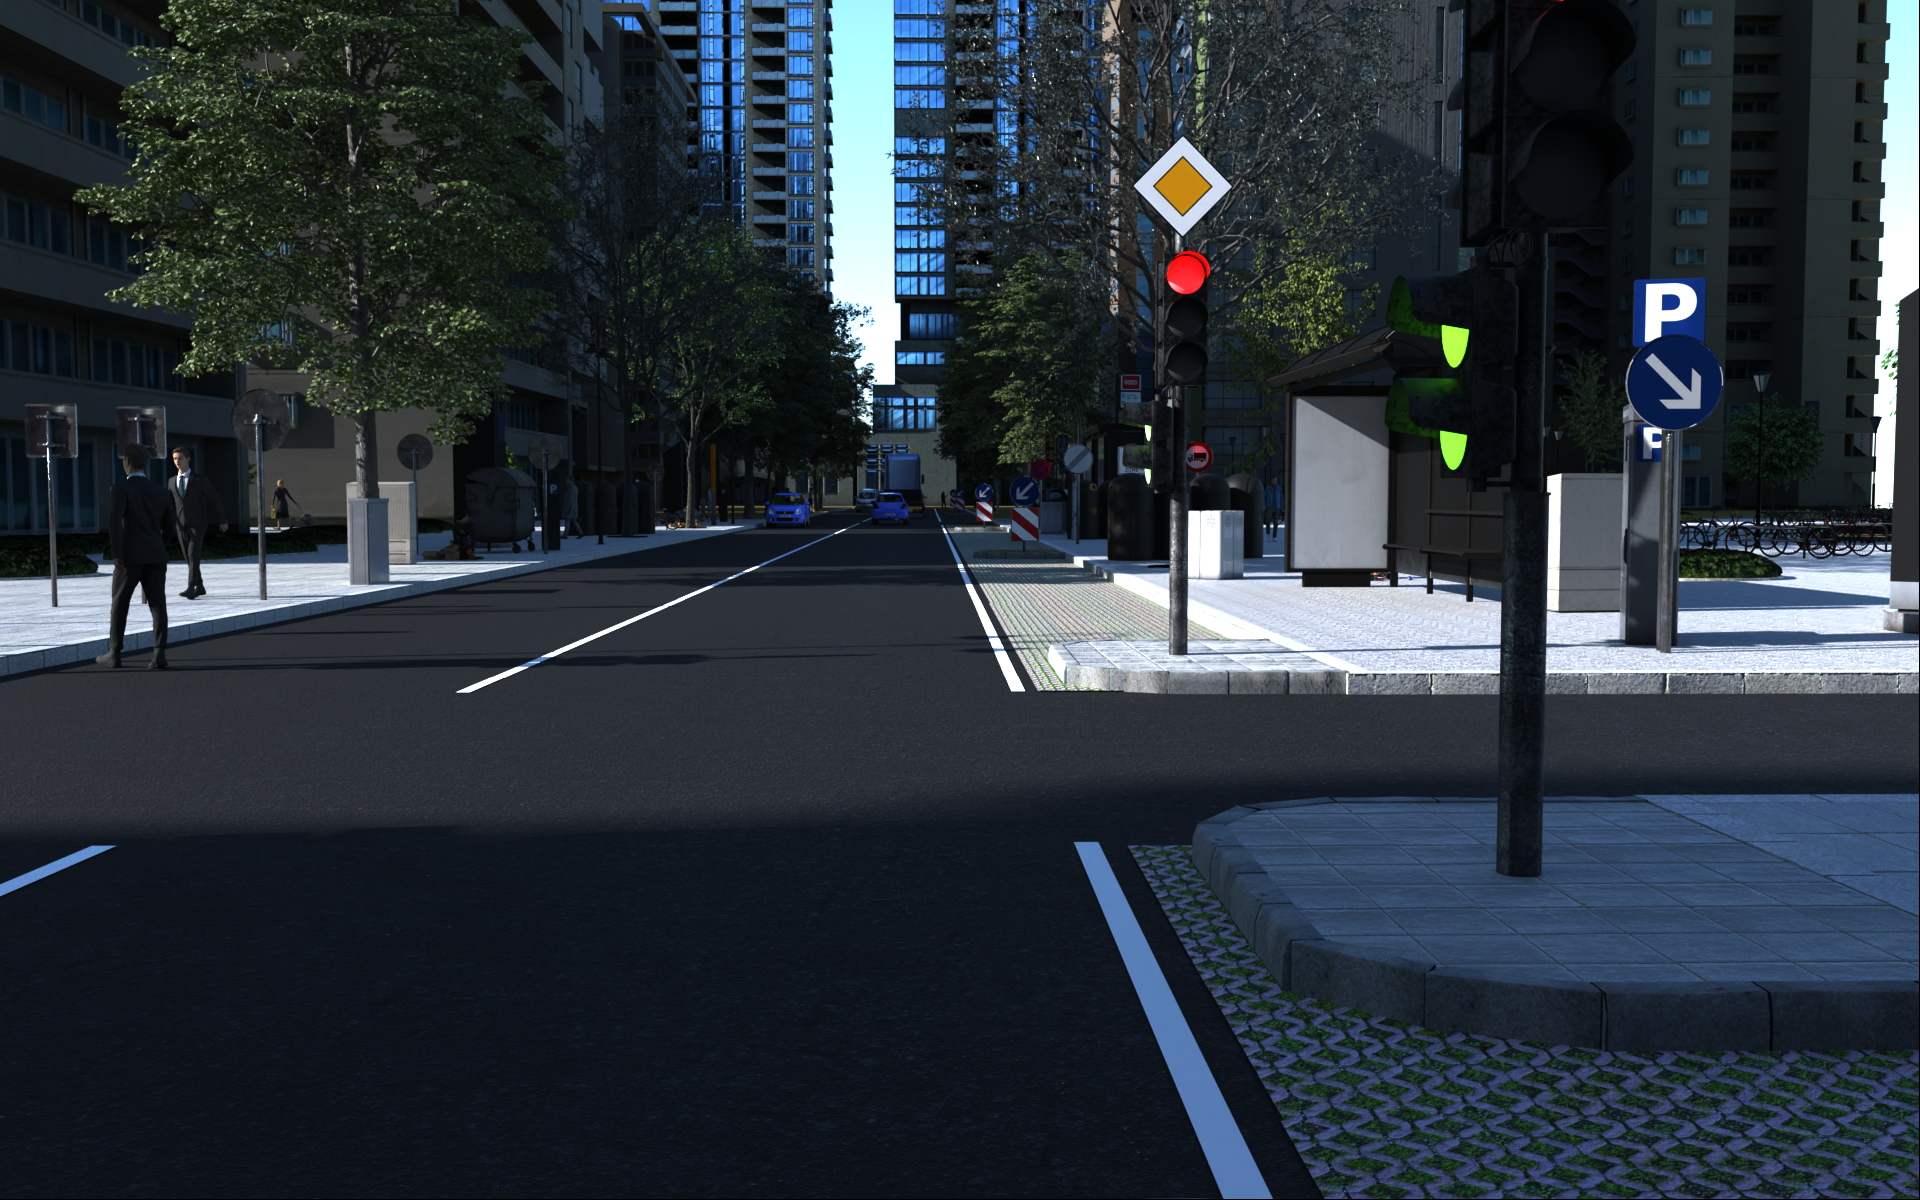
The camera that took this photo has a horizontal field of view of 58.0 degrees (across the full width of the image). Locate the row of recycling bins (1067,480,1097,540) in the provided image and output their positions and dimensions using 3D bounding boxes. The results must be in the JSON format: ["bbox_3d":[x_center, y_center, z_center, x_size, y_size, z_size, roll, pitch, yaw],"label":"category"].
[{"bbox_3d":[4.745,-2.599,49.610,3.534,1.692,1.069,-1,4,-18],"label":"row of recycling bins"}]

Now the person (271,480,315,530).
[{"bbox_3d":[-24.106,-3.438,62.476,1.509,1.804,0.699,1,4,9],"label":"person"}]

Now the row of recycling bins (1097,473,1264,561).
[{"bbox_3d":[4.526,-1.657,34.212,3.534,1.692,1.069,-2,4,-29],"label":"row of recycling bins"}]

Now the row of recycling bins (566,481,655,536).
[{"bbox_3d":[-10.933,-2.902,54.557,1.069,1.692,3.534,2,4,33],"label":"row of recycling bins"}]

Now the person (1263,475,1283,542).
[{"bbox_3d":[8.446,-2.470,46.768,0.601,1.785,0.444,0,4,1],"label":"person"}]

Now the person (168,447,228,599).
[{"bbox_3d":[-9.466,-0.943,21.246,0.659,1.850,0.755,0,4,8],"label":"person"}]

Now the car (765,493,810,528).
[{"bbox_3d":[-7.465,-4.009,75.133,1.945,1.707,3.694,0,4,-1],"label":"car"}]

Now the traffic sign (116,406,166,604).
[{"bbox_3d":[-9.532,-1.104,20.181,0.606,2.300,0.079,0,4,8],"label":"traffic sign"}]

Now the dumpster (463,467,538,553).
[{"bbox_3d":[-10.089,-1.972,38.006,1.264,1.857,1.865,0,4,-1],"label":"dumpster"}]

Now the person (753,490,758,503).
[{"bbox_3d":[-16.310,-7.962,136.946,0.721,1.743,1.217,-3,4,-36],"label":"person"}]

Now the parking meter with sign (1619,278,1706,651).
[{"bbox_3d":[5.980,-1.141,14.909,0.543,3.016,1.738,1,4,16],"label":"parking meter with sign"}]

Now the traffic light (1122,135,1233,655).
[{"bbox_3d":[1.726,-1.518,13.737,0.839,4.253,0.868,0,4,-1],"label":"traffic light"}]

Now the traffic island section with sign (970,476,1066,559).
[{"bbox_3d":[1.302,-1.846,38.804,1.989,1.847,2.006,0,4,-1],"label":"traffic island section with sign"}]

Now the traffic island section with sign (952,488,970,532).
[{"bbox_3d":[0.798,-3.520,66.184,1.989,1.847,2.006,0,4,-1],"label":"traffic island section with sign"}]

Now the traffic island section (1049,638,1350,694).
[{"bbox_3d":[1.767,0.516,13.851,2.009,0.180,2.903,0,4,-1],"label":"traffic island section"}]

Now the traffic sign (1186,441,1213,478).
[{"bbox_3d":[5.697,-2.542,41.670,0.768,2.556,0.104,0,4,8],"label":"traffic sign"}]

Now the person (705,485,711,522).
[{"bbox_3d":[-11.310,-4.365,78.408,0.522,1.701,0.512,-1,4,-10],"label":"person"}]

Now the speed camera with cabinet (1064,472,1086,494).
[{"bbox_3d":[4.373,-4.252,63.860,0.660,3.252,2.038,1,4,22],"label":"speed camera with cabinet"}]

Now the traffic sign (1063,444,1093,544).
[{"bbox_3d":[3.010,-2.698,44.213,0.768,2.556,0.104,0,4,1],"label":"traffic sign"}]

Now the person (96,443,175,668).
[{"bbox_3d":[-6.801,-0.364,14.233,0.755,1.850,0.659,2,4,35],"label":"person"}]

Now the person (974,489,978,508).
[{"bbox_3d":[1.620,-9.332,159.159,0.750,1.759,0.617,2,4,32],"label":"person"}]

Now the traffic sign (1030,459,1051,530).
[{"bbox_3d":[2.920,-3.824,62.621,0.768,2.556,0.104,0,4,8],"label":"traffic sign"}]

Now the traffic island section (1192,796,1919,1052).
[{"bbox_3d":[1.915,1.004,5.868,2.009,0.180,2.903,0,4,-1],"label":"traffic island section"}]

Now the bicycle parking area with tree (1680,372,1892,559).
[{"bbox_3d":[16.946,-3.184,39.063,8.231,4.147,9.016,-2,4,-32],"label":"bicycle parking area with tree"}]

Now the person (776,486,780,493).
[{"bbox_3d":[-12.723,-7.069,121.632,0.705,1.822,1.348,-2,4,-26],"label":"person"}]

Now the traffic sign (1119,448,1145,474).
[{"bbox_3d":[3.705,-2.157,37.394,0.606,2.300,0.079,0,4,1],"label":"traffic sign"}]

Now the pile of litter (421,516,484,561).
[{"bbox_3d":[-9.979,-1.226,34.008,1.176,0.858,1.719,-1,4,-18],"label":"pile of litter"}]

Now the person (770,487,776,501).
[{"bbox_3d":[-11.499,-6.167,107.553,1.217,1.739,0.721,2,4,34],"label":"person"}]

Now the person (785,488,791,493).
[{"bbox_3d":[-14.228,-8.385,143.281,1.348,1.807,0.705,-1,4,-19],"label":"person"}]

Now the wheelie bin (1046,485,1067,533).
[{"bbox_3d":[3.311,-3.034,57.510,0.693,1.594,0.980,0,4,5],"label":"wheelie bin"}]

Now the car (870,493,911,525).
[{"bbox_3d":[-3.283,-4.427,81.973,1.945,1.707,3.694,0,4,-1],"label":"car"}]

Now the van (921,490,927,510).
[{"bbox_3d":[-4.045,-9.334,159.623,2.013,2.044,4.112,0,4,-1],"label":"van"}]

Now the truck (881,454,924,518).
[{"bbox_3d":[-3.639,-7.342,109.796,2.967,4.110,18.799,0,4,-2],"label":"truck"}]

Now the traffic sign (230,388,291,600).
[{"bbox_3d":[-8.432,-1.271,20.885,0.768,2.556,0.104,0,4,7],"label":"traffic sign"}]

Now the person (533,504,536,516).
[{"bbox_3d":[-15.233,-3.336,60.945,0.694,1.780,0.624,0,4,-4],"label":"person"}]

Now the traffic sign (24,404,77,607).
[{"bbox_3d":[-10.293,-1.070,19.631,0.606,2.300,0.079,0,4,4],"label":"traffic sign"}]

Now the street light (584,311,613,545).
[{"bbox_3d":[-9.151,-4.353,43.952,0.468,5.910,1.993,0,4,-1],"label":"street light"}]

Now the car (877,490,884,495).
[{"bbox_3d":[-7.832,-9.374,161.933,2.281,1.827,5.304,0,4,-3],"label":"car"}]

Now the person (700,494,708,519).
[{"bbox_3d":[-13.135,-4.784,88.526,0.640,1.303,0.475,1,4,14],"label":"person"}]

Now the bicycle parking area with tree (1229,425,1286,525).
[{"bbox_3d":[14.951,-5.326,74.082,8.231,4.147,9.016,-1,4,-18],"label":"bicycle parking area with tree"}]

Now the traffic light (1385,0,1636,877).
[{"bbox_3d":[1.875,-1.029,5.753,0.839,4.253,0.868,0,4,-1],"label":"traffic light"}]

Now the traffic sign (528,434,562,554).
[{"bbox_3d":[-8.844,-2.251,36.905,0.768,2.556,0.104,1,4,9],"label":"traffic sign"}]

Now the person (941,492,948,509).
[{"bbox_3d":[-1.304,-8.248,144.830,0.593,1.643,0.415,0,4,0],"label":"person"}]

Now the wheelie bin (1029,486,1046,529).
[{"bbox_3d":[2.898,-3.420,63.831,0.693,1.594,0.980,-1,4,-9],"label":"wheelie bin"}]

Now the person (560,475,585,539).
[{"bbox_3d":[-11.085,-2.638,49.281,0.767,1.812,0.694,0,4,-2],"label":"person"}]

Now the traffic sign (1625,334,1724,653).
[{"bbox_3d":[5.702,-0.845,13.918,0.768,2.556,0.104,0,4,3],"label":"traffic sign"}]

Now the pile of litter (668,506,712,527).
[{"bbox_3d":[-10.623,-3.291,67.780,1.719,0.858,1.176,1,4,18],"label":"pile of litter"}]

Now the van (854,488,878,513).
[{"bbox_3d":[-7.186,-7.808,134.666,2.013,2.044,4.112,0,4,0],"label":"van"}]

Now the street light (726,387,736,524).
[{"bbox_3d":[-9.664,-6.163,73.548,0.468,5.910,1.993,0,4,-1],"label":"street light"}]

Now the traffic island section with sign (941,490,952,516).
[{"bbox_3d":[-0.123,-6.562,115.918,1.989,1.847,2.006,0,4,-1],"label":"traffic island section with sign"}]

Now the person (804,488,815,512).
[{"bbox_3d":[-10.664,-7.098,122.889,1.217,1.735,0.721,3,5,43],"label":"person"}]

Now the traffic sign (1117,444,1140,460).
[{"bbox_3d":[4.378,-2.682,43.959,0.768,2.556,0.104,1,4,9],"label":"traffic sign"}]

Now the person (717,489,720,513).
[{"bbox_3d":[-15.822,-6.642,114.652,0.705,1.822,1.348,-2,4,-35],"label":"person"}]
